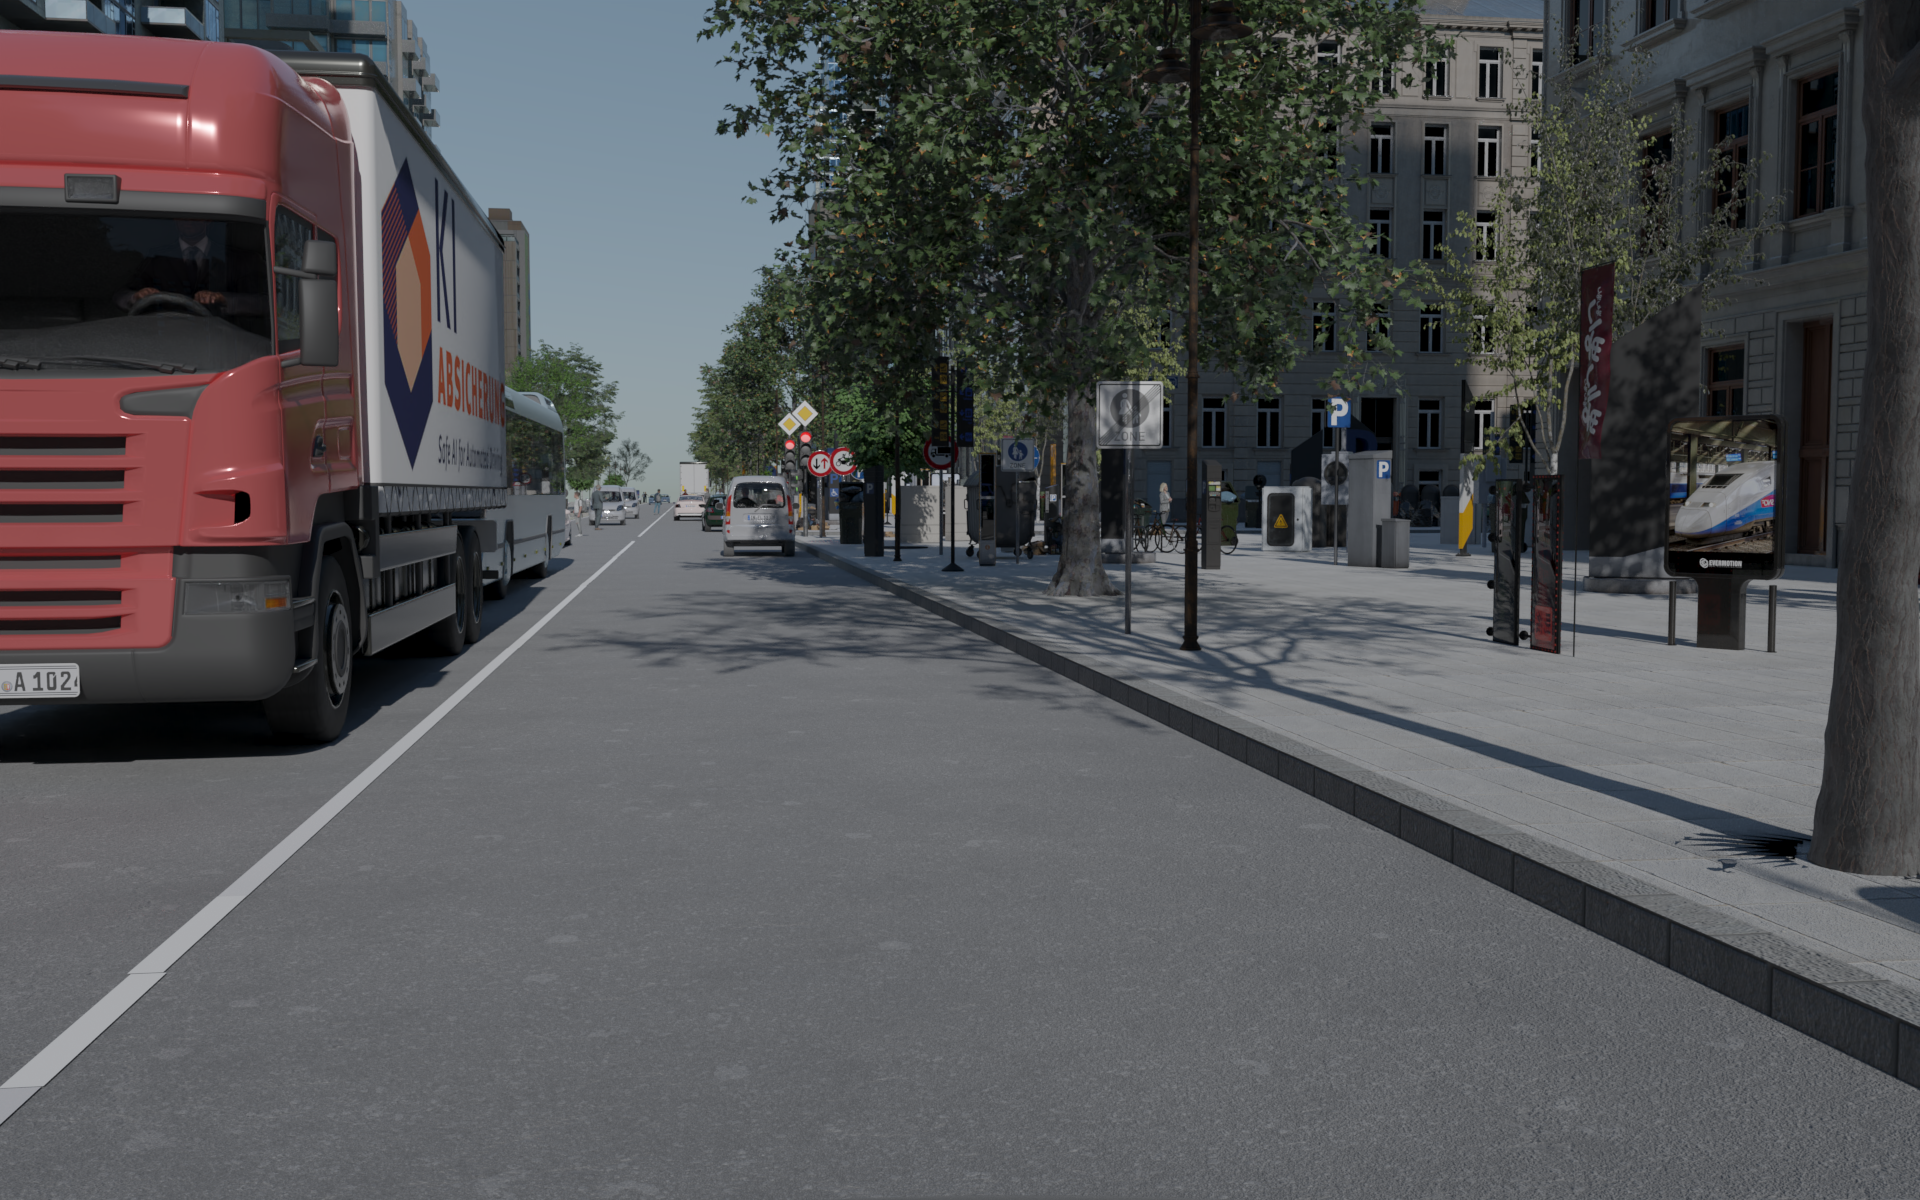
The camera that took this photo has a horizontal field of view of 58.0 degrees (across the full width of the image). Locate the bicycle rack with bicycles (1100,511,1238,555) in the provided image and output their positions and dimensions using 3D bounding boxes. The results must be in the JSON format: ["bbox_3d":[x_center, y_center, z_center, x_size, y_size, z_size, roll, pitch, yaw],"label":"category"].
[{"bbox_3d":[4.172,-1.456,37.188,2.852,0.926,2.925,-2,4,-30],"label":"bicycle rack with bicycles"}]

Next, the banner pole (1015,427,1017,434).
[{"bbox_3d":[2.101,-4.577,64.853,0.401,3.779,0.863,0,4,-7],"label":"banner pole"}]

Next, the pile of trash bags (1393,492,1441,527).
[{"bbox_3d":[17.386,-3.519,67.292,1.912,1.369,3.447,3,4,36],"label":"pile of trash bags"}]

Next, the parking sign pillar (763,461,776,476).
[{"bbox_3d":[-13.146,-8.039,119.916,1.447,3.967,1.447,1,4,20],"label":"parking sign pillar"}]

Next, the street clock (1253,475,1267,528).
[{"bbox_3d":[11.188,-3.677,64.681,0.358,2.002,0.471,-3,5,-40],"label":"street clock"}]

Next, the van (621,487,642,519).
[{"bbox_3d":[-19.640,-5.774,101.414,2.013,2.044,4.112,-1,4,-10],"label":"van"}]

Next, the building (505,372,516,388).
[{"bbox_3d":[-76.400,-24.060,238.415,27.650,21.520,28.899,-1,4,-9],"label":"building"}]

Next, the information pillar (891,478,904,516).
[{"bbox_3d":[-2.316,-4.499,64.908,0.504,3.616,0.183,-1,4,-11],"label":"information pillar"}]

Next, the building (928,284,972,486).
[{"bbox_3d":[5.823,-20.704,125.900,14.401,28.519,23.554,-1,4,-9],"label":"building"}]

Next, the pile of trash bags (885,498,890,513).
[{"bbox_3d":[-6.469,-6.416,114.651,3.447,1.369,1.912,-1,4,-21],"label":"pile of trash bags"}]

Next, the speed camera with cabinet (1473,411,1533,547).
[{"bbox_3d":[13.441,-2.901,41.774,2.038,3.252,0.660,0,4,-1],"label":"speed camera with cabinet"}]

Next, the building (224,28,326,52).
[{"bbox_3d":[-62.350,-27.356,139.151,32.217,40.220,23.993,-1,4,-9],"label":"building"}]

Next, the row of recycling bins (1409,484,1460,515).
[{"bbox_3d":[20.411,-4.048,73.297,3.534,1.692,1.069,2,4,26],"label":"row of recycling bins"}]

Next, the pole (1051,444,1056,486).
[{"bbox_3d":[3.805,-4.702,70.728,0.158,3.312,0.155,0,3,0],"label":"pole"}]

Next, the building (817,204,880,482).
[{"bbox_3d":[-13.002,-34.177,242.395,14.154,41.232,14.086,-1,4,-9],"label":"building"}]

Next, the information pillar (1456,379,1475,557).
[{"bbox_3d":[10.406,-2.705,35.576,0.183,3.616,0.504,3,5,41],"label":"information pillar"}]

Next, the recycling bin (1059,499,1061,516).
[{"bbox_3d":[5.060,-4.182,80.925,0.722,1.027,0.722,-1,4,-15],"label":"recycling bin"}]

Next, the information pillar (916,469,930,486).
[{"bbox_3d":[-1.085,-2.839,50.906,0.304,2.012,0.304,-2,4,-32],"label":"information pillar"}]

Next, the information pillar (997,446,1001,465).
[{"bbox_3d":[1.965,-5.650,83.732,0.183,3.616,0.504,-3,5,-39],"label":"information pillar"}]

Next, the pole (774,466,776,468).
[{"bbox_3d":[-13.189,-7.953,123.872,0.158,3.312,0.155,0,3,0],"label":"pole"}]

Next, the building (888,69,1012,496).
[{"bbox_3d":[3.085,-43.977,157.282,20.563,71.187,20.611,-1,4,-9],"label":"building"}]

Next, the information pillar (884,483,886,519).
[{"bbox_3d":[-2.422,-3.612,50.411,0.504,3.616,0.183,2,4,30],"label":"information pillar"}]

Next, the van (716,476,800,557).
[{"bbox_3d":[-4.782,-2.082,41.053,2.013,2.044,4.112,0,4,-7],"label":"van"}]

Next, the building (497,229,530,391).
[{"bbox_3d":[-72.435,-35.264,260.152,14.154,41.232,14.086,-1,4,-9],"label":"building"}]

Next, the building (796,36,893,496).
[{"bbox_3d":[-14.923,-59.087,278.735,22.319,86.520,31.000,-1,4,-9],"label":"building"}]

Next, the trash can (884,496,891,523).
[{"bbox_3d":[-3.513,-3.794,73.679,0.748,1.137,0.748,0,3,0],"label":"trash can"}]

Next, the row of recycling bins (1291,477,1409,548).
[{"bbox_3d":[9.463,-2.170,42.597,3.534,1.692,1.069,-3,5,-40],"label":"row of recycling bins"}]

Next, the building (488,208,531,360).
[{"bbox_3d":[-75.495,-38.148,273.837,14.600,45.320,14.200,-1,4,-9],"label":"building"}]

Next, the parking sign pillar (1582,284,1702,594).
[{"bbox_3d":[8.976,-2.095,22.719,1.447,3.967,1.447,1,4,21],"label":"parking sign pillar"}]

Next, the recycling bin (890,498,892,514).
[{"bbox_3d":[-4.188,-6.155,113.190,0.722,1.027,0.722,0,4,2],"label":"recycling bin"}]

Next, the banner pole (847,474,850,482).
[{"bbox_3d":[-6.544,-6.838,101.819,0.401,3.779,0.863,1,4,9],"label":"banner pole"}]

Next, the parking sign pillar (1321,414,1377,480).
[{"bbox_3d":[12.025,-3.903,52.292,1.447,3.967,1.447,-1,4,-21],"label":"parking sign pillar"}]

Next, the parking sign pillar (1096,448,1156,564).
[{"bbox_3d":[2.963,-2.691,32.467,1.447,3.967,1.447,1,4,15],"label":"parking sign pillar"}]

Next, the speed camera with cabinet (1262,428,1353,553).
[{"bbox_3d":[7.710,-2.679,38.140,2.038,3.252,0.660,2,4,32],"label":"speed camera with cabinet"}]

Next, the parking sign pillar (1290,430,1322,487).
[{"bbox_3d":[14.411,-5.117,72.140,1.447,3.967,1.447,0,4,2],"label":"parking sign pillar"}]

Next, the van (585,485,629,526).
[{"bbox_3d":[-16.329,-4.476,80.191,2.013,2.044,4.112,-1,4,-11],"label":"van"}]

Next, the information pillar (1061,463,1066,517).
[{"bbox_3d":[2.611,-2.244,41.188,0.304,2.012,0.304,-3,5,-42],"label":"information pillar"}]

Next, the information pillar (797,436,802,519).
[{"bbox_3d":[-6.406,-4.755,69.103,0.183,3.616,0.504,-1,4,-13],"label":"information pillar"}]

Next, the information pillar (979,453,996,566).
[{"bbox_3d":[0.489,-1.615,30.900,0.304,2.012,0.304,0,4,0],"label":"information pillar"}]

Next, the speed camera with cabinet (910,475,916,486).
[{"bbox_3d":[-1.229,-4.164,62.418,0.660,3.252,2.038,-1,4,-20],"label":"speed camera with cabinet"}]

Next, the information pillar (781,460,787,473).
[{"bbox_3d":[-11.401,-7.406,112.448,0.504,3.616,0.183,1,4,12],"label":"information pillar"}]

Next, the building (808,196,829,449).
[{"bbox_3d":[-14.933,-37.073,256.257,14.600,45.320,14.200,-1,4,-9],"label":"building"}]

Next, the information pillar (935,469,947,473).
[{"bbox_3d":[-0.711,-4.244,60.737,0.504,3.616,0.183,-2,4,-28],"label":"information pillar"}]

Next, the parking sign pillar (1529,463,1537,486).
[{"bbox_3d":[38.678,-7.744,115.087,1.447,3.967,1.447,-2,4,-29],"label":"parking sign pillar"}]

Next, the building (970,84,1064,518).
[{"bbox_3d":[8.355,-19.469,104.229,13.634,28.700,20.117,-1,4,-9],"label":"building"}]

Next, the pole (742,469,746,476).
[{"bbox_3d":[-13.538,-7.017,108.572,0.158,3.312,0.155,0,3,0],"label":"pole"}]

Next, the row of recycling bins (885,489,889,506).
[{"bbox_3d":[-3.994,-6.873,119.491,3.534,1.692,1.069,1,4,13],"label":"row of recycling bins"}]

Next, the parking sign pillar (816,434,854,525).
[{"bbox_3d":[-5.307,-5.147,72.624,1.447,3.967,1.447,0,4,-7],"label":"parking sign pillar"}]

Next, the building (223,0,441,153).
[{"bbox_3d":[-62.290,-33.443,166.399,23.786,49.044,30.456,-1,4,-9],"label":"building"}]

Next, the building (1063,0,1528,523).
[{"bbox_3d":[18.036,-17.490,83.229,25.104,27.353,12.463,-1,4,-9],"label":"building"}]
